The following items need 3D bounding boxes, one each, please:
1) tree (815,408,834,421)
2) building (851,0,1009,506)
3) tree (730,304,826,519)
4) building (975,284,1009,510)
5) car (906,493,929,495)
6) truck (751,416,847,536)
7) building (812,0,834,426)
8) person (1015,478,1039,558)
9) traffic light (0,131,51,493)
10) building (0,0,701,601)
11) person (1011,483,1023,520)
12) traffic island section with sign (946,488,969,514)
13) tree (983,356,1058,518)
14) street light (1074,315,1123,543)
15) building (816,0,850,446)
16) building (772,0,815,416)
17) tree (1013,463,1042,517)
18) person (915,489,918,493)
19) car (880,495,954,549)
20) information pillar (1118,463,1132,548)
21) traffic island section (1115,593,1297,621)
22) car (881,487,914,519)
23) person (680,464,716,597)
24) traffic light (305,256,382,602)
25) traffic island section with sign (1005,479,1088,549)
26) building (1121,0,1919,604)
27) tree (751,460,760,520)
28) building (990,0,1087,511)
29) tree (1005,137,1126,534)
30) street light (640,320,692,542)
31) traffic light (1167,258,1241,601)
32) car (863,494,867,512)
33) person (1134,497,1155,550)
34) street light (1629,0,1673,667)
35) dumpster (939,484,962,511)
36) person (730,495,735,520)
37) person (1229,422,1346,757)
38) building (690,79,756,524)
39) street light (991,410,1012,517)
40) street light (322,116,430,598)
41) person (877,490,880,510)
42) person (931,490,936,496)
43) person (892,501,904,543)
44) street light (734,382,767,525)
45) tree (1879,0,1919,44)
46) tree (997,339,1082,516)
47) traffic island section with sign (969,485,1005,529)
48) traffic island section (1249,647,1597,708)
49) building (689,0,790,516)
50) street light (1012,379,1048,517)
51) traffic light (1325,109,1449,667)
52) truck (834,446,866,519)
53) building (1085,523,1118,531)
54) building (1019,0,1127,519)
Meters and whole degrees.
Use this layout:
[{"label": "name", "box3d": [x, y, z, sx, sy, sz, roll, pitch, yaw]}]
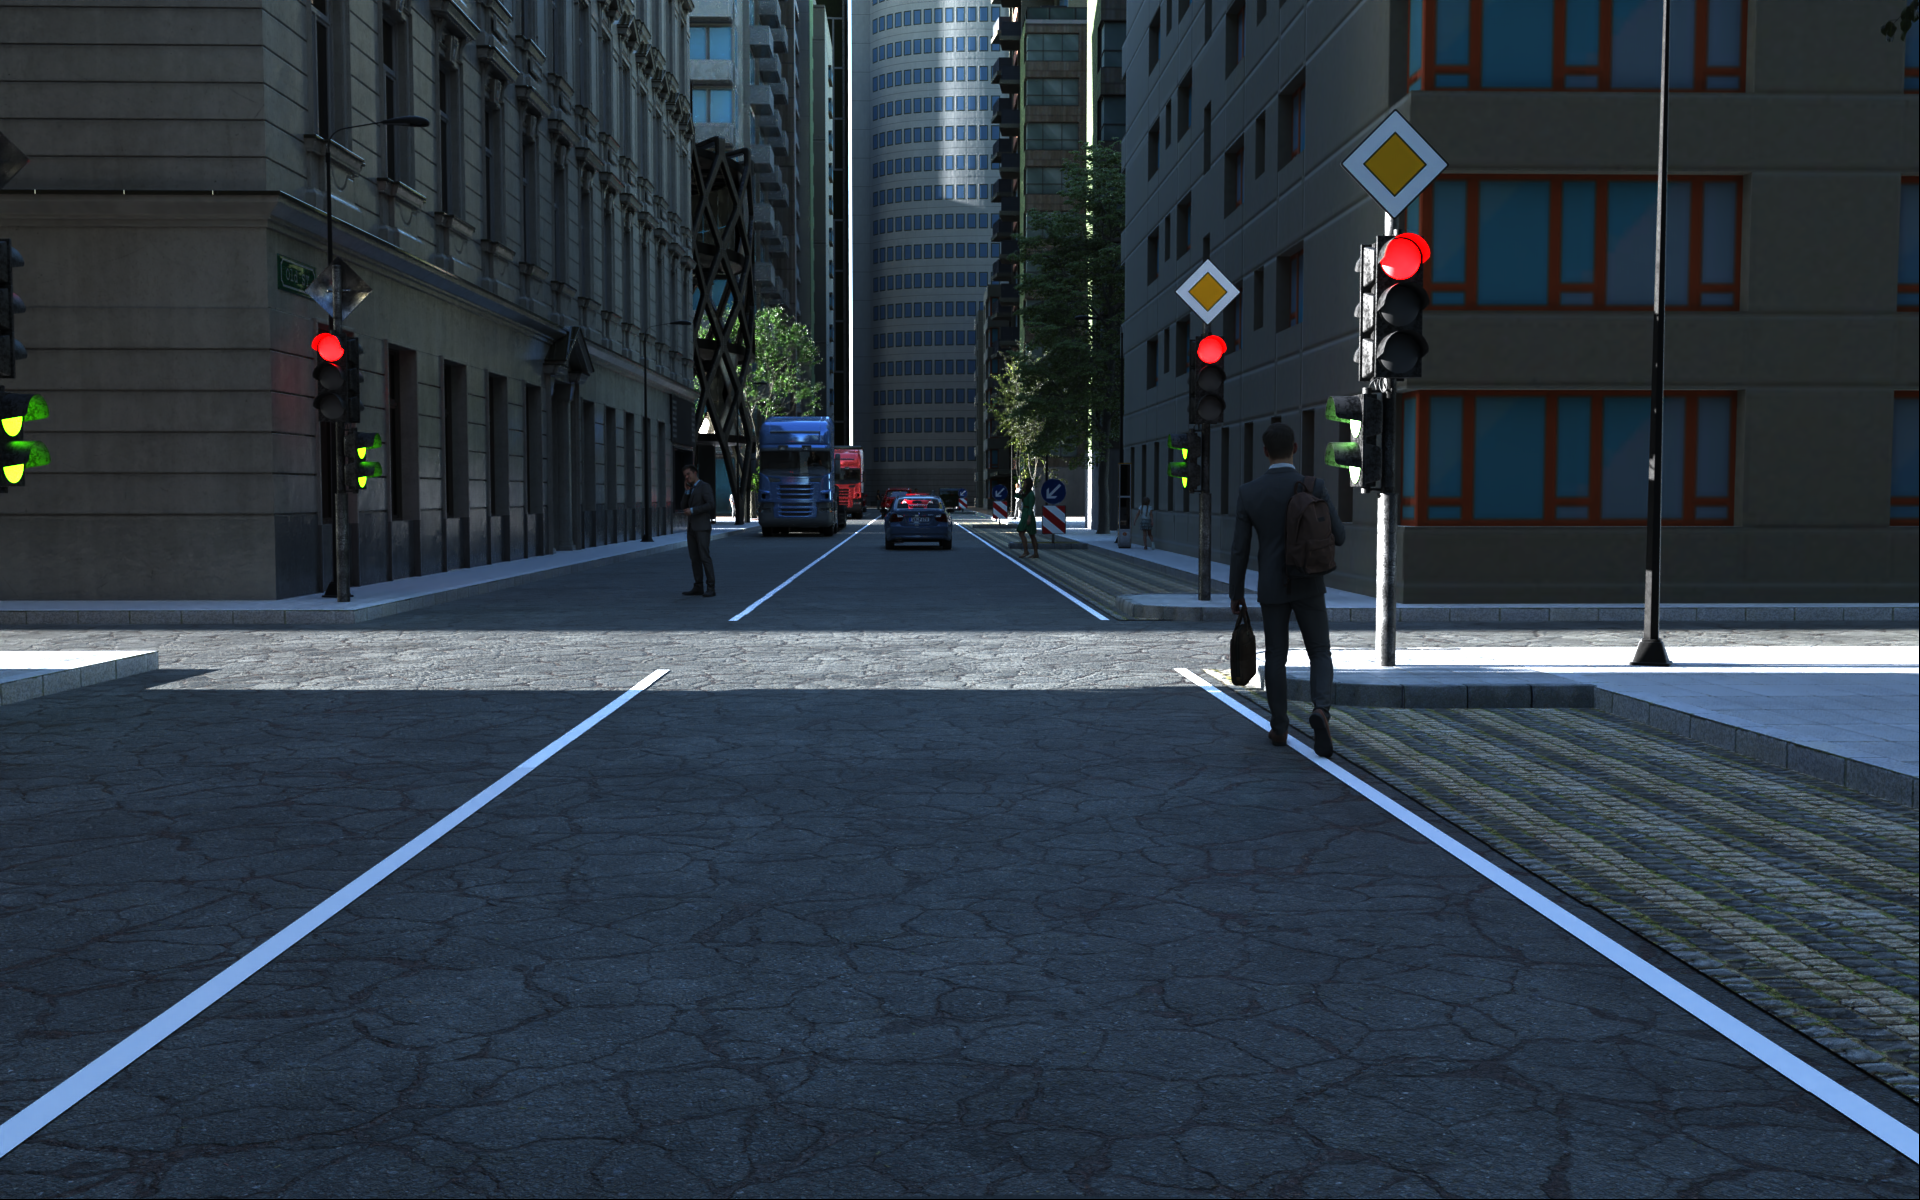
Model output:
[{"label": "tree", "box3d": [-12.206, -11.864, 144.338, 4.360, 8.622, 3.978, 0, 3, 0]}, {"label": "building", "box3d": [2.340, -39.608, 189.591, 28.212, 58.520, 21.231, 0, 4, -2]}, {"label": "tree", "box3d": [-10.892, -10.124, 91.276, 9.928, 11.665, 9.643, 0, 3, 0]}, {"label": "building", "box3d": [15.700, -19.131, 157.825, 27.650, 21.520, 28.899, 0, 4, -2]}, {"label": "car", "box3d": [-2.257, -5.117, 92.698, 2.155, 1.783, 4.494, 0, 4, -1]}, {"label": "truck", "box3d": [-5.771, -4.654, 65.847, 2.967, 4.110, 18.799, 0, 4, -2]}, {"label": "building", "box3d": [-22.732, -32.821, 160.319, 21.600, 48.544, 21.300, 0, 4, -2]}, {"label": "person", "box3d": [1.532, -1.818, 38.477, 0.529, 1.795, 0.600, -1, 4, -19]}, {"label": "traffic light", "box3d": [-7.097, -1.444, 12.527, 0.839, 4.253, 0.868, 0, 4, -2]}, {"label": "building", "box3d": [-16.750, -16.194, 41.193, 17.030, 29.872, 44.131, 0, 4, -2]}, {"label": "person", "box3d": [2.935, -4.905, 86.336, 0.850, 1.850, 0.679, 0, 4, -4]}, {"label": "traffic island section with sign", "box3d": [0.071, -7.029, 123.560, 1.989, 1.847, 2.006, 0, 4, -2]}, {"label": "tree", "box3d": [3.414, -8.637, 91.585, 4.737, 8.622, 4.395, 0, 3, 0]}, {"label": "street light", "box3d": [3.675, -4.444, 45.192, 1.470, 5.913, 1.316, 0, 4, -2]}, {"label": "building", "box3d": [-22.676, -45.862, 188.095, 20.611, 71.187, 20.563, 0, 4, -2]}, {"label": "building", "box3d": [-18.628, -27.506, 133.312, 14.154, 41.232, 14.086, 0, 4, -2]}, {"label": "tree", "box3d": [3.670, -6.378, 98.888, 1.663, 3.219, 1.824, 0, 3, 0]}, {"label": "person", "box3d": [-3.153, -7.142, 125.217, 1.348, 1.831, 0.705, -1, 4, -21]}, {"label": "car", "box3d": [-1.133, -2.089, 46.162, 2.014, 1.417, 4.499, 0, 4, -3]}, {"label": "information pillar", "box3d": [3.895, -2.233, 41.002, 0.304, 2.012, 0.304, 0, 4, 1]}, {"label": "traffic island section", "box3d": [2.975, 0.083, 20.928, 2.009, 0.180, 2.903, 0, 4, -2]}, {"label": "car", "box3d": [-3.513, -5.670, 101.376, 2.281, 1.827, 5.304, 0, 4, 0]}, {"label": "person", "box3d": [-3.709, -0.981, 24.349, 0.447, 1.846, 0.655, -3, 5, -42]}, {"label": "traffic light", "box3d": [-7.322, -1.932, 20.509, 0.839, 4.253, 0.868, 0, 4, -2]}, {"label": "traffic island section with sign", "box3d": [2.288, -2.256, 45.517, 1.989, 1.847, 2.006, 0, 4, -2]}, {"label": "building", "box3d": [19.229, -11.543, 33.764, 28.899, 21.520, 27.650, 0, 4, -2]}, {"label": "tree", "box3d": [-9.790, -5.579, 85.822, 1.663, 3.219, 1.824, 0, 3, 0]}, {"label": "building", "box3d": [13.605, -28.966, 128.216, 22.147, 44.769, 28.867, 0, 4, -2]}, {"label": "tree", "box3d": [5.024, -8.419, 55.774, 7.486, 12.596, 7.792, 0, 3, 0]}, {"label": "street light", "box3d": [-7.879, -4.521, 46.456, 1.470, 5.913, 1.316, 0, 4, -2]}, {"label": "traffic light", "box3d": [2.935, -1.951, 20.813, 0.839, 4.253, 0.868, 0, 4, -2]}, {"label": "car", "box3d": [-8.514, -7.929, 138.306, 2.281, 1.827, 5.304, 0, 4, -2]}, {"label": "person", "box3d": [4.253, -1.766, 39.931, 0.505, 1.210, 0.382, 1, 4, 8]}, {"label": "street light", "box3d": [4.663, -2.466, 12.860, 1.470, 5.913, 1.316, 0, 4, -2]}, {"label": "dumpster", "box3d": [-0.813, -8.758, 148.143, 1.985, 2.255, 1.502, 0, 4, -4]}, {"label": "person", "box3d": [-11.253, -4.765, 86.539, 0.523, 1.515, 0.503, 0, 4, 8]}, {"label": "person", "box3d": [1.823, -0.074, 9.671, 0.622, 1.834, 0.822, 0, 4, 6]}, {"label": "building", "box3d": [-17.247, -12.581, 73.159, 16.820, 18.784, 16.811, 0, 4, -2]}, {"label": "street light", "box3d": [2.326, -7.508, 95.294, 1.470, 5.913, 1.316, 0, 4, -2]}, {"label": "street light", "box3d": [-7.216, -2.989, 21.416, 1.470, 5.913, 1.316, 0, 4, -2]}, {"label": "person", "box3d": [-7.238, -8.937, 154.631, 0.705, 1.822, 1.348, 0, 4, 0]}, {"label": "person", "box3d": [-2.240, -7.955, 139.288, 0.721, 1.736, 1.217, 3, 5, 43]}, {"label": "person", "box3d": [-1.803, -2.296, 50.325, 0.394, 1.301, 0.425, -2, 4, -24]}, {"label": "street light", "box3d": [-8.659, -6.066, 71.725, 1.470, 5.913, 1.316, 0, 4, -2]}, {"label": "tree", "box3d": [5.422, -3.532, 8.108, 4.360, 8.622, 3.978, 0, 3, 0]}, {"label": "tree", "box3d": [3.577, -8.063, 82.188, 4.360, 8.622, 3.978, 0, 3, 0]}, {"label": "traffic island section with sign", "box3d": [1.524, -3.904, 72.462, 1.989, 1.847, 2.006, 0, 4, -2]}, {"label": "traffic island section", "box3d": [3.200, 0.571, 12.946, 2.009, 0.180, 2.903, 0, 4, -2]}, {"label": "building", "box3d": [-22.646, -30.033, 110.642, 23.786, 49.044, 30.456, 0, 4, -2]}, {"label": "street light", "box3d": [2.979, -5.975, 70.232, 1.470, 5.913, 1.316, 0, 4, -2]}, {"label": "traffic light", "box3d": [3.160, -1.462, 12.831, 0.839, 4.253, 0.868, 0, 4, -2]}, {"label": "truck", "box3d": [-6.966, -6.948, 102.512, 2.839, 4.237, 11.283, 0, 4, -3]}, {"label": "building", "box3d": [11.693, -18.062, 67.012, 14.160, 30.474, 14.107, 0, 4, -2]}, {"label": "building", "box3d": [10.570, -20.514, 107.111, 14.160, 30.474, 14.107, 0, 4, -2]}]
